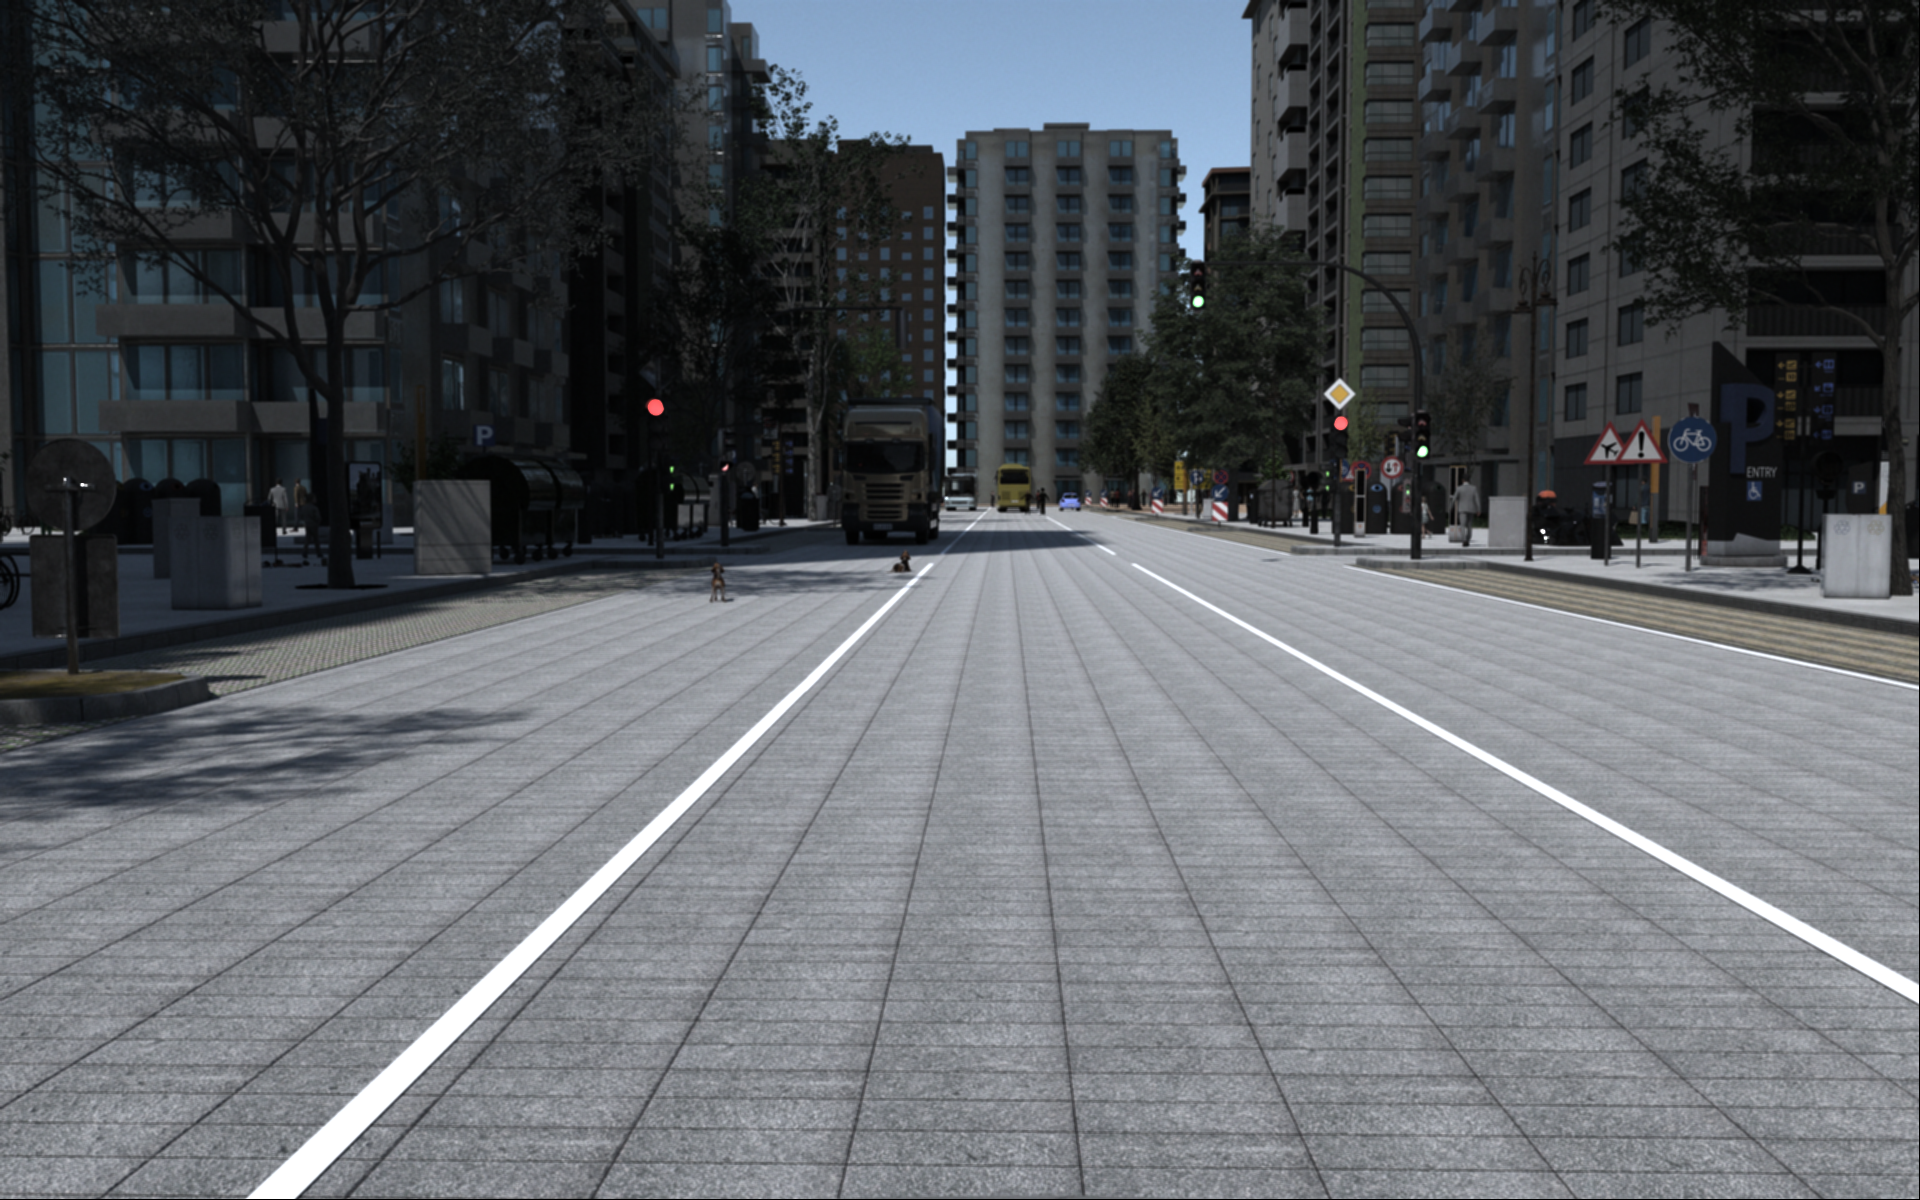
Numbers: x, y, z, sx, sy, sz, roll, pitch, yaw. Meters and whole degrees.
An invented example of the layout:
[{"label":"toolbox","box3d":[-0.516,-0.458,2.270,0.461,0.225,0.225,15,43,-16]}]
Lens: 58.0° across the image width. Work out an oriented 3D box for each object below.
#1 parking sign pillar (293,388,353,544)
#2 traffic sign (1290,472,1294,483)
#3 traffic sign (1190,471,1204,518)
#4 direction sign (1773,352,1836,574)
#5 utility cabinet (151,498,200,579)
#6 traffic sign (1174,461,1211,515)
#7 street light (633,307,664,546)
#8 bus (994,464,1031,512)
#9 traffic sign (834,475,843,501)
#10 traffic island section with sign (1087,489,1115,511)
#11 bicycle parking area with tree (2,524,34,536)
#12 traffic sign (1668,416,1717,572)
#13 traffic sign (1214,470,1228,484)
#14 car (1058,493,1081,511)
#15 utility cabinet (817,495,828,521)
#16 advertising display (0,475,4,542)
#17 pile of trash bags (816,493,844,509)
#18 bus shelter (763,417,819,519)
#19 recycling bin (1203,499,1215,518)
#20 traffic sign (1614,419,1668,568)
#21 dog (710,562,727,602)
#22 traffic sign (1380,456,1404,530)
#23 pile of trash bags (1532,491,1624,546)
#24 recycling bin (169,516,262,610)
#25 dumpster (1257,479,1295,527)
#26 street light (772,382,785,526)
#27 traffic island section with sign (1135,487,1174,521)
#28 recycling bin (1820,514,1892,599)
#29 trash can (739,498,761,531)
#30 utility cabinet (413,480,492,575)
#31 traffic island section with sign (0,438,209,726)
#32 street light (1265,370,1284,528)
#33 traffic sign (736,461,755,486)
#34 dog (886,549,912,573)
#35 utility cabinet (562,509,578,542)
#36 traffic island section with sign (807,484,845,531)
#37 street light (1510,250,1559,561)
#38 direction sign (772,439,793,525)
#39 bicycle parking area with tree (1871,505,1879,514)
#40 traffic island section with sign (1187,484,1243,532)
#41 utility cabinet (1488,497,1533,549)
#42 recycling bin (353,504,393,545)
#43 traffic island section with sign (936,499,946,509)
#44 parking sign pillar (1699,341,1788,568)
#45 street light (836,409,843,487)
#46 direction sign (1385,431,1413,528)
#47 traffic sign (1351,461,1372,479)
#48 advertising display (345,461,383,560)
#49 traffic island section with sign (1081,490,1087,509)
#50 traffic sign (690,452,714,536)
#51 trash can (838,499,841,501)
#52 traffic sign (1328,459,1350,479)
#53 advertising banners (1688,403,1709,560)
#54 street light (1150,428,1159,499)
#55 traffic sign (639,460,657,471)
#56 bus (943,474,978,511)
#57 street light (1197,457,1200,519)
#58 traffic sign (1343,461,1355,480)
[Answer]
[{"label":"parking sign pillar","box3d":[-16.480,-3.439,44.705,1.447,3.967,1.447,-1,4,-15]},{"label":"traffic sign","box3d":[16.973,-5.498,89.992,0.768,2.556,0.104,1,4,8]},{"label":"traffic sign","box3d":[12.925,-5.784,94.667,0.768,2.556,0.104,0,4,2]},{"label":"direction sign","box3d":[13.544,-2.192,27.837,0.876,3.537,0.379,1,4,19]},{"label":"utility cabinet","box3d":[-12.094,-0.953,26.744,0.306,1.237,1.020,0,4,1]},{"label":"traffic sign","box3d":[14.085,-6.793,104.945,2.265,3.308,0.079,0,4,4]},{"label":"street light","box3d":[-7.689,-4.288,42.897,0.468,5.910,1.993,0,4,1]},{"label":"bus","box3d":[4.240,-9.065,139.751,2.896,3.916,12.252,0,4,0]},{"label":"traffic sign","box3d":[-6.453,-5.526,92.472,0.606,2.300,0.079,0,4,8]},{"label":"traffic island section with sign","box3d":[11.788,-8.262,143.715,1.989,1.847,2.006,0,4,1]},{"label":"bicycle parking area with tree","box3d":[-33.021,-3.927,51.209,8.231,4.147,9.016,1,4,14]},{"label":"traffic sign","box3d":[12.030,-1.739,28.537,0.768,2.556,0.104,0,4,6]},{"label":"traffic sign","box3d":[13.624,-5.530,90.517,0.768,2.556,0.104,0,4,2]},{"label":"car","box3d":[9.354,-8.445,147.672,1.945,1.707,3.694,0,4,0]},{"label":"utility cabinet","box3d":[-6.702,-4.332,81.984,0.306,1.237,1.020,3,5,43]},{"label":"advertising display","box3d":[-26.068,-2.505,46.175,0.974,1.923,0.123,-1,4,-20]},{"label":"pile of trash bags","box3d":[-8.007,-6.438,115.017,3.447,1.369,1.912,1,4,10]},{"label":"bus shelter","box3d":[-9.107,-7.062,93.103,2.179,5.291,8.768,0,4,1]},{"label":"recycling bin","box3d":[13.530,-4.924,93.062,0.722,1.027,0.722,2,4,34]},{"label":"traffic sign","box3d":[11.791,-1.837,30.040,0.884,2.594,0.081,1,4,11]},{"label":"dog","box3d":[-3.240,-0.236,23.152,0.540,0.507,0.406,3,5,42]},{"label":"traffic sign","box3d":[14.397,-3.528,57.785,0.768,2.556,0.104,0,4,5]},{"label":"pile of trash bags","box3d":[15.409,-2.097,44.044,1.912,1.369,3.447,0,4,-2]},{"label":"recycling bin","box3d":[-8.360,-0.423,19.469,0.722,1.027,0.722,0,4,7]},{"label":"dumpster","box3d":[12.286,-3.764,67.301,1.264,1.857,1.865,0,4,2]},{"label":"street light","box3d":[-7.086,-5.857,68.543,0.468,5.910,1.993,0,4,1]},{"label":"traffic island section with sign","box3d":[10.507,-5.211,93.821,1.989,1.847,2.006,0,4,1]},{"label":"recycling bin","box3d":[11.123,-0.548,21.519,0.722,1.027,0.722,1,4,22]},{"label":"trash can","box3d":[-7.222,-2.939,59.708,0.748,1.137,0.748,0,3,0]},{"label":"utility cabinet","box3d":[-8.090,-1.157,27.593,1.173,1.500,0.318,-3,5,-41]},{"label":"traffic island section with sign","box3d":[-6.231,-0.180,11.573,1.989,1.847,2.006,0,4,1]},{"label":"street light","box3d":[11.744,-5.626,64.777,0.468,5.910,1.993,0,4,1]},{"label":"traffic sign","box3d":[-8.382,-4.132,67.657,0.768,2.556,0.104,0,4,3]},{"label":"dog","box3d":[-1.141,-0.712,31.835,0.748,0.427,0.550,-2,4,-29]},{"label":"utility cabinet","box3d":[-10.506,-2.262,45.670,0.318,1.500,1.173,-3,5,-45]},{"label":"traffic island section with sign","box3d":[-4.813,-3.568,66.969,1.989,1.847,2.006,0,4,1]},{"label":"street light","box3d":[10.922,-3.687,33.077,0.468,5.910,1.993,0,4,1]},{"label":"direction sign","box3d":[-7.250,-4.821,70.814,0.876,3.537,0.379,0,4,-2]},{"label":"bicycle parking area with tree","box3d":[54.509,-6.437,92.249,8.231,4.147,9.016,0,4,-5]},{"label":"traffic island section with sign","box3d":[9.813,-3.556,66.761,1.989,1.847,2.006,0,4,1]},{"label":"utility cabinet","box3d":[13.099,-1.839,41.222,0.306,1.237,1.020,-3,4,-38]},{"label":"recycling bin","box3d":[-14.965,-1.932,44.135,0.722,1.027,0.722,1,4,22]},{"label":"traffic island section with sign","box3d":[-2.124,-9.944,171.205,1.989,1.847,2.006,0,4,1]},{"label":"parking sign pillar","box3d":[13.973,-2.588,30.778,1.447,3.967,1.447,-1,4,-21]},{"label":"street light","box3d":[-6.424,-7.416,94.035,0.468,5.910,1.993,0,4,1]},{"label":"direction sign","box3d":[15.794,-4.286,62.073,0.876,3.537,0.379,0,4,5]},{"label":"traffic sign","box3d":[15.250,-4.022,65.861,0.768,2.556,0.104,1,4,10]},{"label":"advertising display","box3d":[-11.750,-1.768,34.118,0.123,1.923,0.974,1,4,21]},{"label":"traffic island section with sign","box3d":[12.487,-9.910,170.661,1.989,1.847,2.006,0,4,1]},{"label":"traffic sign","box3d":[-7.905,-3.232,52.951,0.768,2.556,0.104,0,4,8]},{"label":"trash can","box3d":[-7.507,-5.744,105.562,0.748,1.137,0.748,0,3,0]},{"label":"traffic sign","box3d":[13.062,-3.655,59.872,0.768,2.556,0.104,0,4,4]},{"label":"advertising banners","box3d":[14.648,-2.312,33.996,0.090,3.025,2.074,3,5,44]},{"label":"street light","box3d":[13.012,-8.745,115.764,0.468,5.910,1.993,0,4,1]},{"label":"traffic sign","box3d":[-11.439,-3.914,63.734,0.795,2.593,0.064,0,4,2]},{"label":"bus","box3d":[0.134,-9.529,150.660,2.948,3.499,13.247,0,4,2]},{"label":"street light","box3d":[12.457,-7.185,90.268,0.468,5.910,1.993,0,4,1]},{"label":"traffic sign","box3d":[15.359,-4.131,67.552,0.884,2.594,0.081,1,4,9]}]
